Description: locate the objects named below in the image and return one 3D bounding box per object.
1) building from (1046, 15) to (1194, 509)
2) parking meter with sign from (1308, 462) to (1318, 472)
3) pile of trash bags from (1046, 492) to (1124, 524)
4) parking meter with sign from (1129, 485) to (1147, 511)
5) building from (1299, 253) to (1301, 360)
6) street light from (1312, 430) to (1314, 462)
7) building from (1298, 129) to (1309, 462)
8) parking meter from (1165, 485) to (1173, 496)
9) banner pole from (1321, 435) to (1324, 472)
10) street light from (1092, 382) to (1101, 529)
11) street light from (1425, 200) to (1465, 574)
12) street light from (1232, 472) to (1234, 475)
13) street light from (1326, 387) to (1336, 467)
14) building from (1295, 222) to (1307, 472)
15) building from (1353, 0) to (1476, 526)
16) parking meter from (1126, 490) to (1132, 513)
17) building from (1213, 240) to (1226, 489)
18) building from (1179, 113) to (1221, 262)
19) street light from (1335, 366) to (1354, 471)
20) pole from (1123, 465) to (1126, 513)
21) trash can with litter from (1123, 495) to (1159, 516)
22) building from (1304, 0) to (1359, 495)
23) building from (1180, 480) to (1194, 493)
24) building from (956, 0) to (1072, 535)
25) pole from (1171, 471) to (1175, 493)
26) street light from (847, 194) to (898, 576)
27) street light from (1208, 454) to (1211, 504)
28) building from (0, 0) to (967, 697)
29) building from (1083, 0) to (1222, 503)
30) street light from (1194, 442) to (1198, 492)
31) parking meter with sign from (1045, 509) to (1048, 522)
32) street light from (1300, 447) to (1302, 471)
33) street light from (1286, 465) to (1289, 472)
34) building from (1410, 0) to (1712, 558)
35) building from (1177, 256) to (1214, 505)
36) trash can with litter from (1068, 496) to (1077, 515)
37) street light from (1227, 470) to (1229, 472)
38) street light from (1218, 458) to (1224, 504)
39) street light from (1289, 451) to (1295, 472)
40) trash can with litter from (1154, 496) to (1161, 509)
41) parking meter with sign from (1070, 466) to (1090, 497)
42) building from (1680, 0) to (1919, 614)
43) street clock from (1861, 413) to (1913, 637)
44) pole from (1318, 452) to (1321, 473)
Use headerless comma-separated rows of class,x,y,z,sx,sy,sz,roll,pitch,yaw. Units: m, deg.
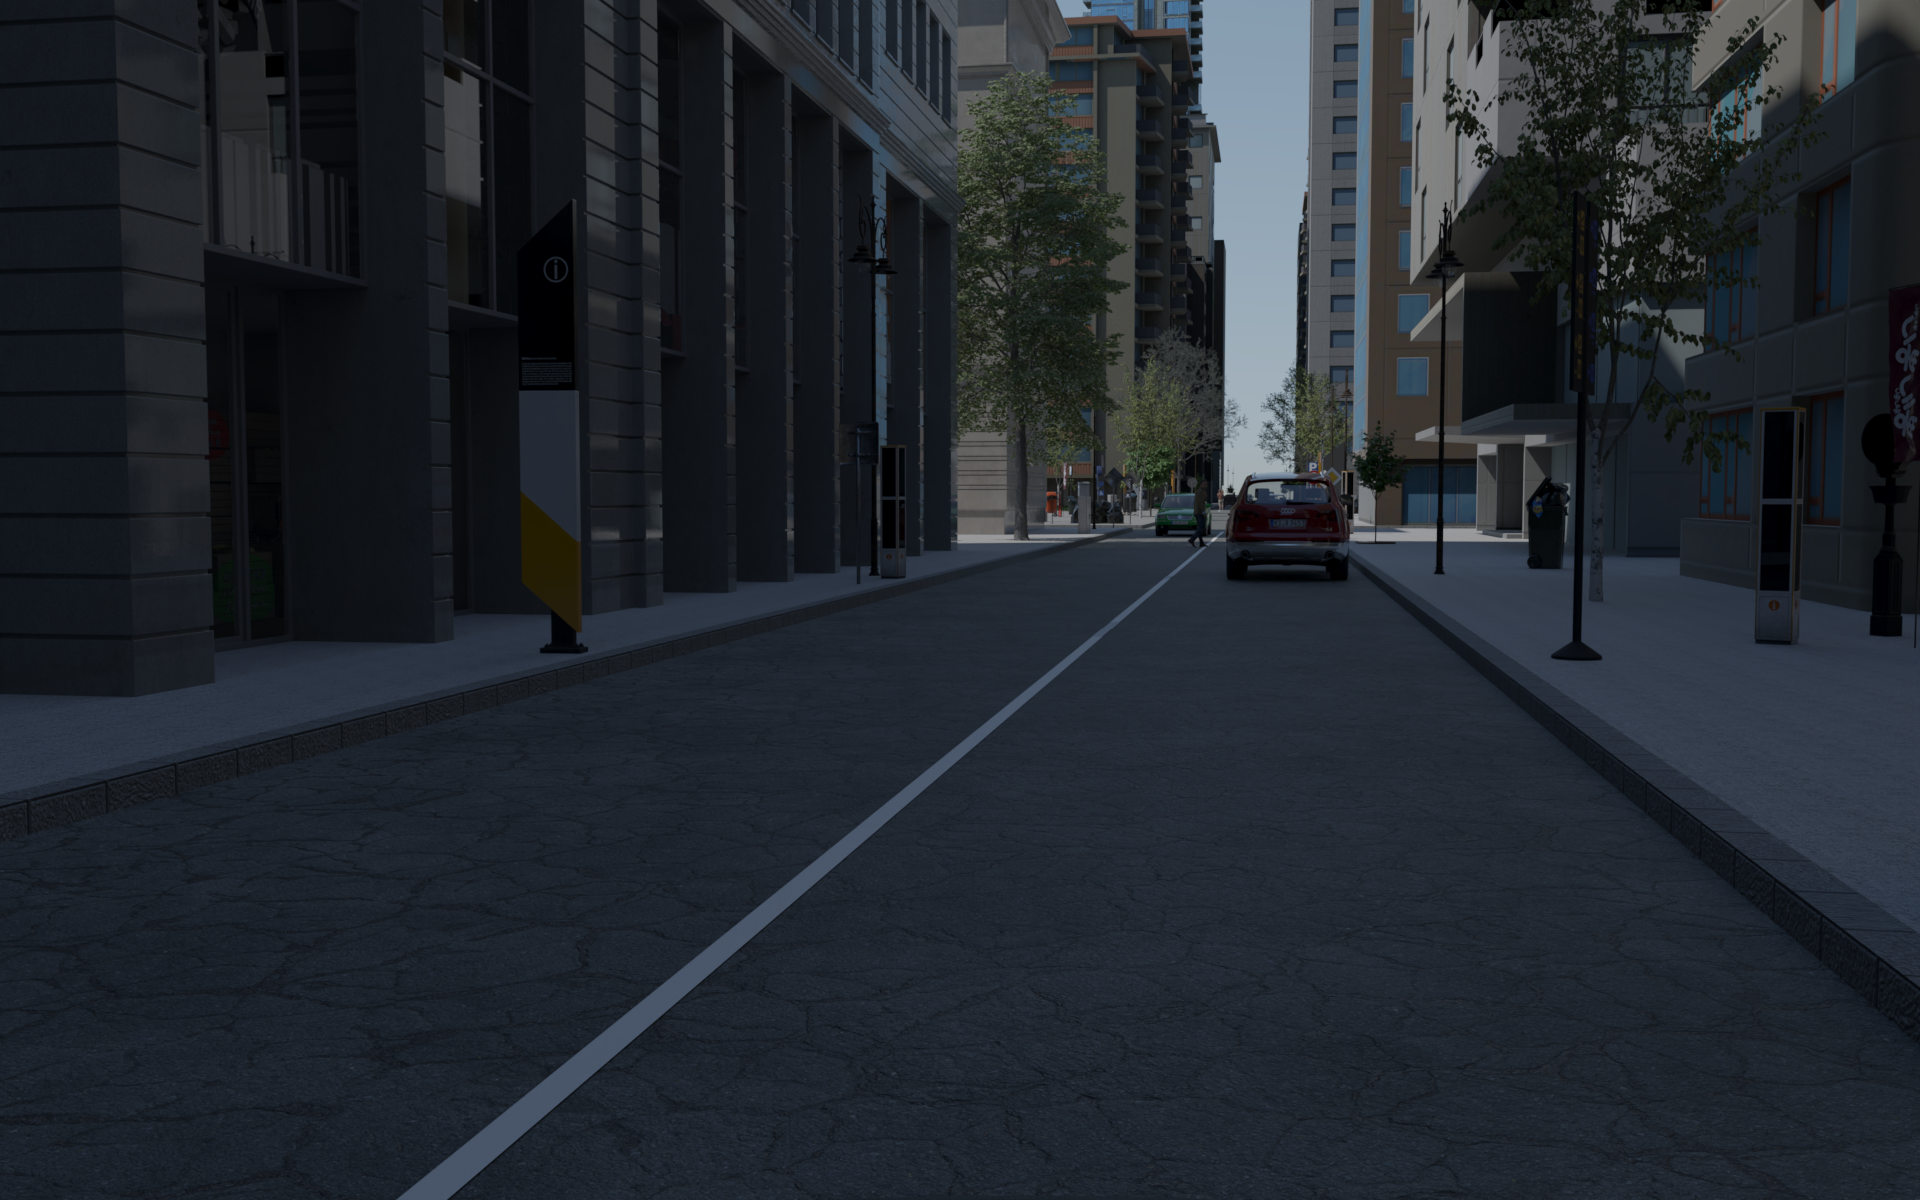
building,10.471,-31.099,163.099,22.147,44.769,28.867,1,4,10
parking meter with sign,19.493,-6.094,95.896,0.543,3.016,1.738,1,4,9
pile of trash bags,5.326,-4.004,75.221,3.447,1.369,1.912,-1,4,-10
parking meter with sign,13.702,-8.406,133.693,0.543,3.016,1.738,-3,5,-45
building,59.064,-36.017,243.494,22.147,44.769,28.867,1,4,10
street light,22.330,-8.373,109.679,0.468,5.910,1.993,1,4,10
building,48.792,-32.614,187.864,22.147,44.769,28.867,1,4,10
parking meter,12.550,-6.015,104.053,0.399,1.863,0.255,-3,4,-36
banner pole,15.203,-5.057,72.694,0.401,3.779,0.863,1,4,8
street light,4.906,-5.527,63.159,0.468,5.910,1.993,1,4,10
street light,7.678,-3.350,27.564,0.468,5.910,1.993,1,4,10
street light,47.488,-20.089,301.238,0.468,5.910,1.993,1,4,10
street light,16.000,-6.221,74.499,0.468,5.910,1.993,1,4,10
building,67.086,-40.698,289.111,21.300,48.544,21.600,1,4,10
building,24.558,-25.922,73.940,14.200,45.320,14.600,1,4,10
parking meter,11.348,-6.603,116.364,0.372,1.533,0.369,0,3,0
building,38.129,-39.498,295.903,14.600,45.320,14.200,1,4,10
building,22.058,-40.156,245.787,28.713,52.752,27.495,1,4,10
street light,13.993,-5.507,62.823,0.468,5.910,1.993,1,4,10
pole,11.406,-7.713,119.956,0.158,3.312,0.155,0,3,0
trash can with litter,10.439,-5.677,103.883,2.233,1.210,1.678,-3,4,-37
building,42.687,-37.756,159.307,21.231,58.520,28.212,1,4,10
building,10.028,-30.480,190.230,32.217,40.220,23.993,1,4,10
building,-7.321,-13.710,60.319,21.152,22.565,11.583,1,4,10
pole,16.393,-8.544,133.541,0.158,3.312,0.155,0,3,0
street light,-1.345,-3.318,27.031,0.468,5.910,1.993,1,4,10
street light,26.512,-12.919,184.016,0.468,5.910,1.993,1,4,10
building,-7.929,-15.165,25.435,11.434,29.767,29.804,1,4,10
building,30.450,-58.742,273.096,22.319,86.520,31.000,1,4,10
street light,20.216,-10.755,148.631,0.468,5.910,1.993,1,4,10
parking meter with sign,3.594,-5.108,79.780,0.543,3.016,1.738,1,4,20
street light,29.411,-10.816,149.628,0.468,5.910,1.993,1,4,10
street light,42.002,-15.128,220.134,0.468,5.910,1.993,1,4,10
building,26.830,-27.879,45.064,28.713,52.752,27.495,1,4,10
building,23.206,-26.723,208.627,14.160,30.474,14.107,1,4,10
trash can with litter,7.086,-5.824,106.609,0.624,1.170,1.055,-2,4,-33
street light,41.184,-17.944,266.176,0.468,5.910,1.993,1,4,10
street light,34.830,-15.752,230.338,0.468,5.910,1.993,1,4,10
street light,35.630,-12.961,184.706,0.468,5.910,1.993,1,4,10
trash can with litter,16.696,-8.135,144.394,1.055,1.170,0.624,0,4,6
parking meter with sign,7.756,-6.850,108.252,1.738,3.016,0.543,0,4,-7
building,22.454,-10.095,10.099,27.650,21.520,28.899,1,4,10
street clock,8.376,-0.675,15.609,0.358,2.002,0.471,-1,4,-20
pole,17.379,-5.490,83.605,0.158,3.312,0.155,0,3,0
